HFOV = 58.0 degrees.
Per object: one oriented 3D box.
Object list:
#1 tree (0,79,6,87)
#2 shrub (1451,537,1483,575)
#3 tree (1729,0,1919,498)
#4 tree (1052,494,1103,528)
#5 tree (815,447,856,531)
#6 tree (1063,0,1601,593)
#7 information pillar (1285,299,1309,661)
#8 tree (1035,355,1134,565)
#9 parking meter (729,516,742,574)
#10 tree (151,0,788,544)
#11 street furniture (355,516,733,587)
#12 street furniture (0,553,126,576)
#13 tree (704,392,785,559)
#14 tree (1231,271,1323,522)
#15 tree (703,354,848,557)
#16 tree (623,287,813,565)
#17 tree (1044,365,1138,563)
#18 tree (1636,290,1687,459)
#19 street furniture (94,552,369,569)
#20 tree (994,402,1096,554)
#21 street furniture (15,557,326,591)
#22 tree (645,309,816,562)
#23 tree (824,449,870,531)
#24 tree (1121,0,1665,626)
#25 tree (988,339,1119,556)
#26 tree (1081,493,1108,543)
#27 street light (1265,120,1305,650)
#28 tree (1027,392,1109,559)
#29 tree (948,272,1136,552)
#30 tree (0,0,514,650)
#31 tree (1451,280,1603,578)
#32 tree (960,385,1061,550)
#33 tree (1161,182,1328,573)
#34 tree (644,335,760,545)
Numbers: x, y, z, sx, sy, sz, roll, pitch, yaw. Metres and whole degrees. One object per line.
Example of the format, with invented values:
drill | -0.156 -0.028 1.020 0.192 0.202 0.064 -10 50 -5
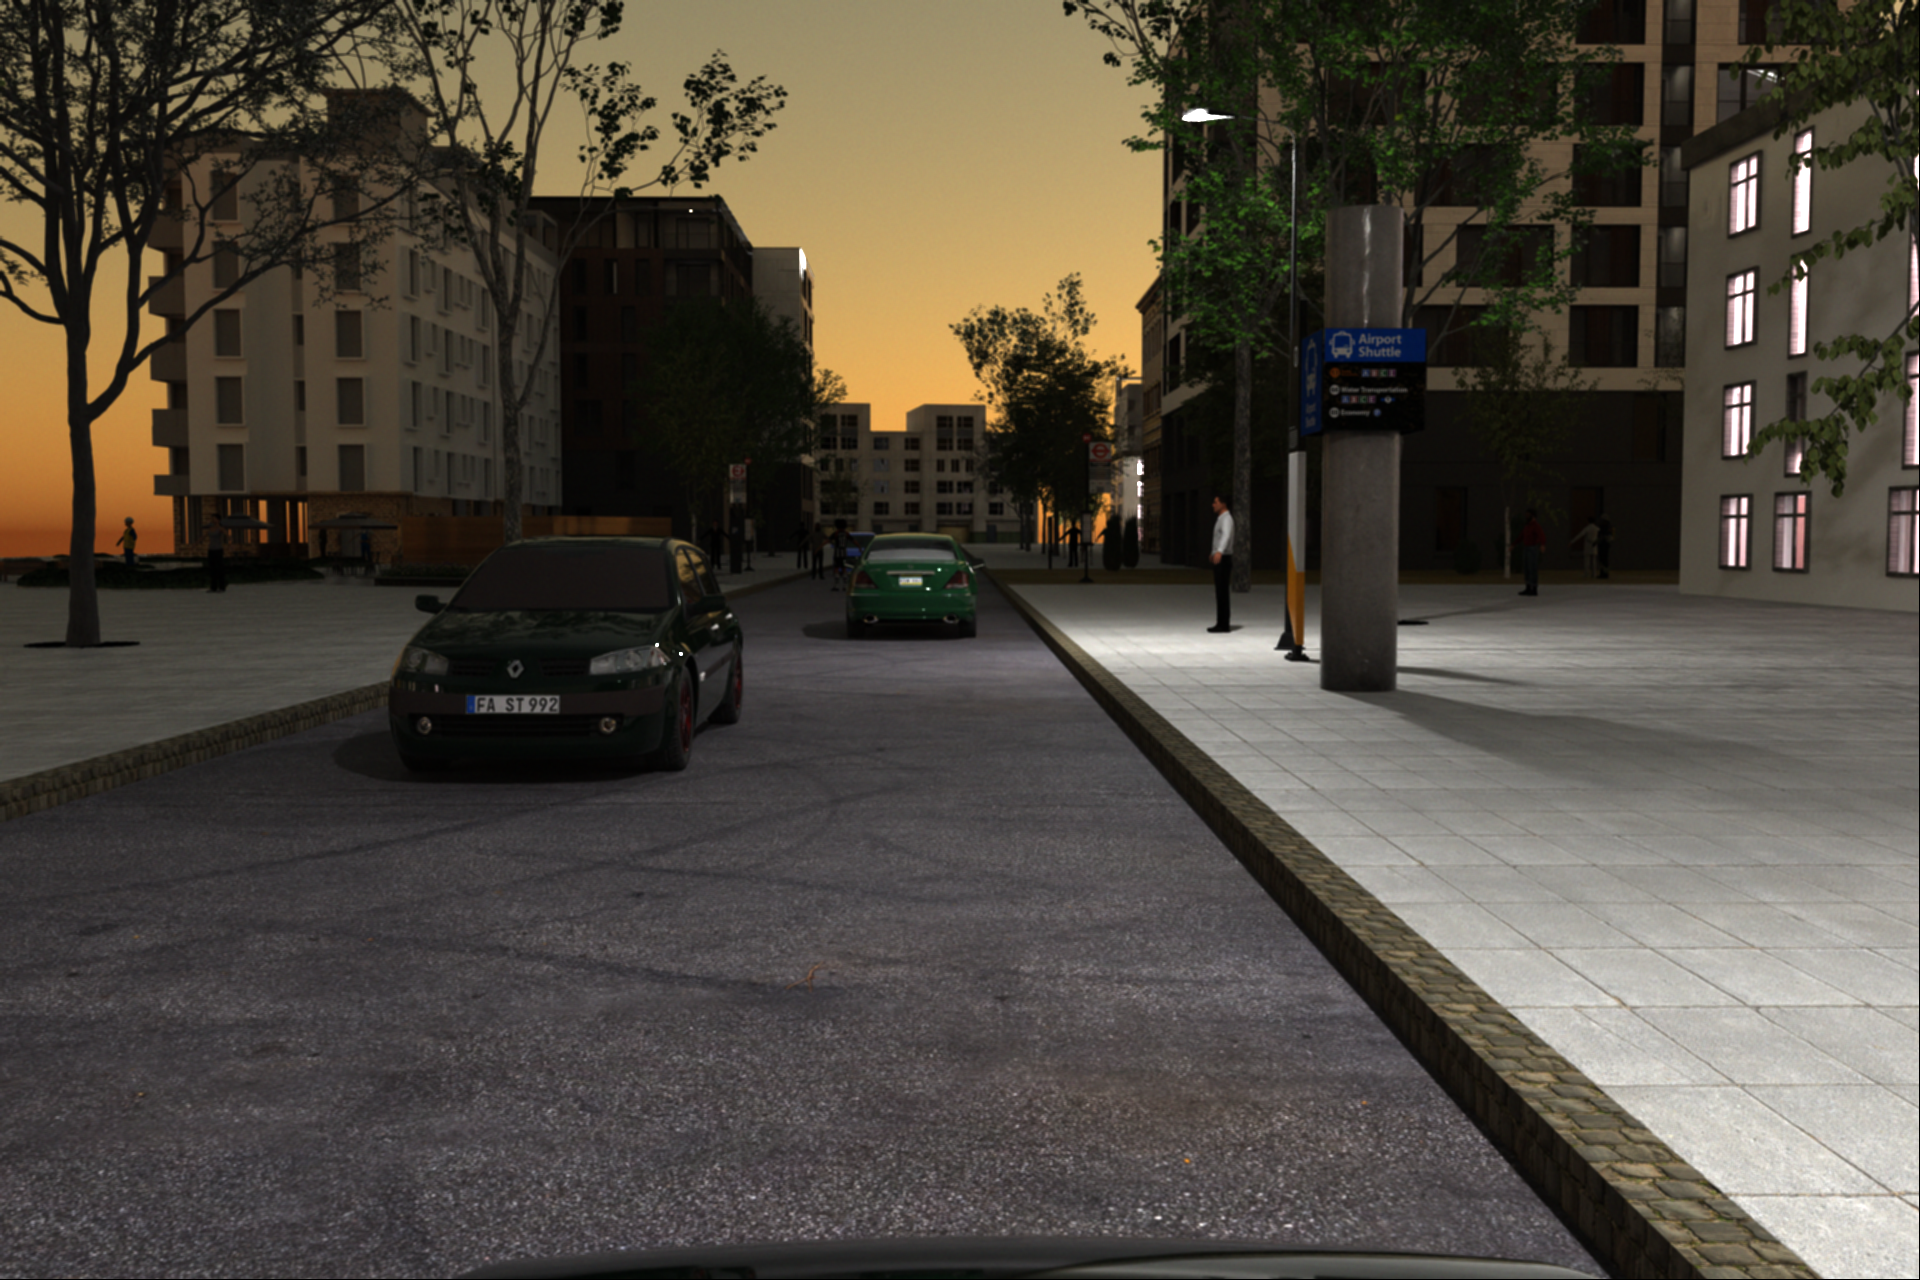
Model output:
tree | -9.348 -5.538 8.671 7.486 12.596 7.792 0 3 0
shrub | 15.961 -2.653 54.488 1.383 1.207 1.383 0 3 0
tree | 6.084 -3.636 9.819 4.737 8.622 4.395 0 3 0
tree | 16.331 -19.829 242.336 7.486 12.596 7.792 0 3 0
tree | -10.025 -11.809 143.446 4.360 8.622 3.978 0 3 0
tree | 7.366 -11.051 36.581 12.611 20.169 13.585 0 3 0
information pillar | 3.426 -1.605 17.591 0.183 3.616 0.504 0 3 0
tree | 5.481 -7.376 70.960 4.360 8.622 3.978 0 3 0
parking meter | -7.250 -3.067 55.859 0.399 1.863 0.255 0 4 0
tree | -9.861 -11.023 36.118 12.611 20.169 13.585 0 3 0
street furniture | -10.594 -2.237 43.431 11.010 1.723 9.812 2 4 24
street furniture | -31.025 -2.331 53.731 10.072 0.657 5.734 -2 4 -25
tree | -10.629 -8.405 87.786 4.737 8.622 4.395 0 3 0
tree | 9.269 -6.027 48.904 4.360 8.622 3.978 0 3 0
tree | -10.426 -10.468 96.911 9.928 11.665 9.643 0 3 0
tree | -10.134 -8.934 71.833 9.928 11.665 9.643 0 3 0
tree | 5.128 -7.703 76.301 4.360 8.622 3.978 0 3 0
tree | 22.497 -6.279 53.026 4.360 8.622 3.978 0 3 0
street furniture | -27.077 -2.939 63.678 10.072 0.657 5.734 -1 4 -12
tree | 5.672 -10.805 111.070 7.601 10.594 8.767 -2 4 -32
street furniture | -19.876 -1.741 44.091 5.734 0.657 10.072 0 4 0
tree | -10.373 -9.436 80.041 9.928 11.665 9.643 0 3 0
tree | -10.067 -12.174 149.404 4.360 8.622 3.978 0 3 0
tree | 6.063 -6.041 24.519 9.928 11.665 9.643 0 3 0
tree | 5.537 -11.223 101.618 7.486 12.596 7.792 0 3 0
tree | 18.061 -17.447 235.619 4.737 8.622 4.395 0 3 0
street light | 4.203 -2.845 19.054 1.470 5.913 1.316 0 4 -1
tree | 5.146 -8.488 89.144 4.360 8.622 3.978 0 3 0
tree | 5.885 -16.501 125.674 12.611 20.169 13.585 0 3 0
tree | -9.883 -6.672 19.449 12.009 13.543 11.850 0 3 0
tree | 15.971 -6.091 49.954 4.737 8.622 4.395 0 3 0
tree | 5.008 -14.196 142.473 12.009 13.543 11.850 0 3 0
tree | 10.366 -8.476 56.712 7.486 12.596 7.792 0 3 0
tree | -9.810 -7.023 65.195 4.737 8.622 4.395 0 3 0
